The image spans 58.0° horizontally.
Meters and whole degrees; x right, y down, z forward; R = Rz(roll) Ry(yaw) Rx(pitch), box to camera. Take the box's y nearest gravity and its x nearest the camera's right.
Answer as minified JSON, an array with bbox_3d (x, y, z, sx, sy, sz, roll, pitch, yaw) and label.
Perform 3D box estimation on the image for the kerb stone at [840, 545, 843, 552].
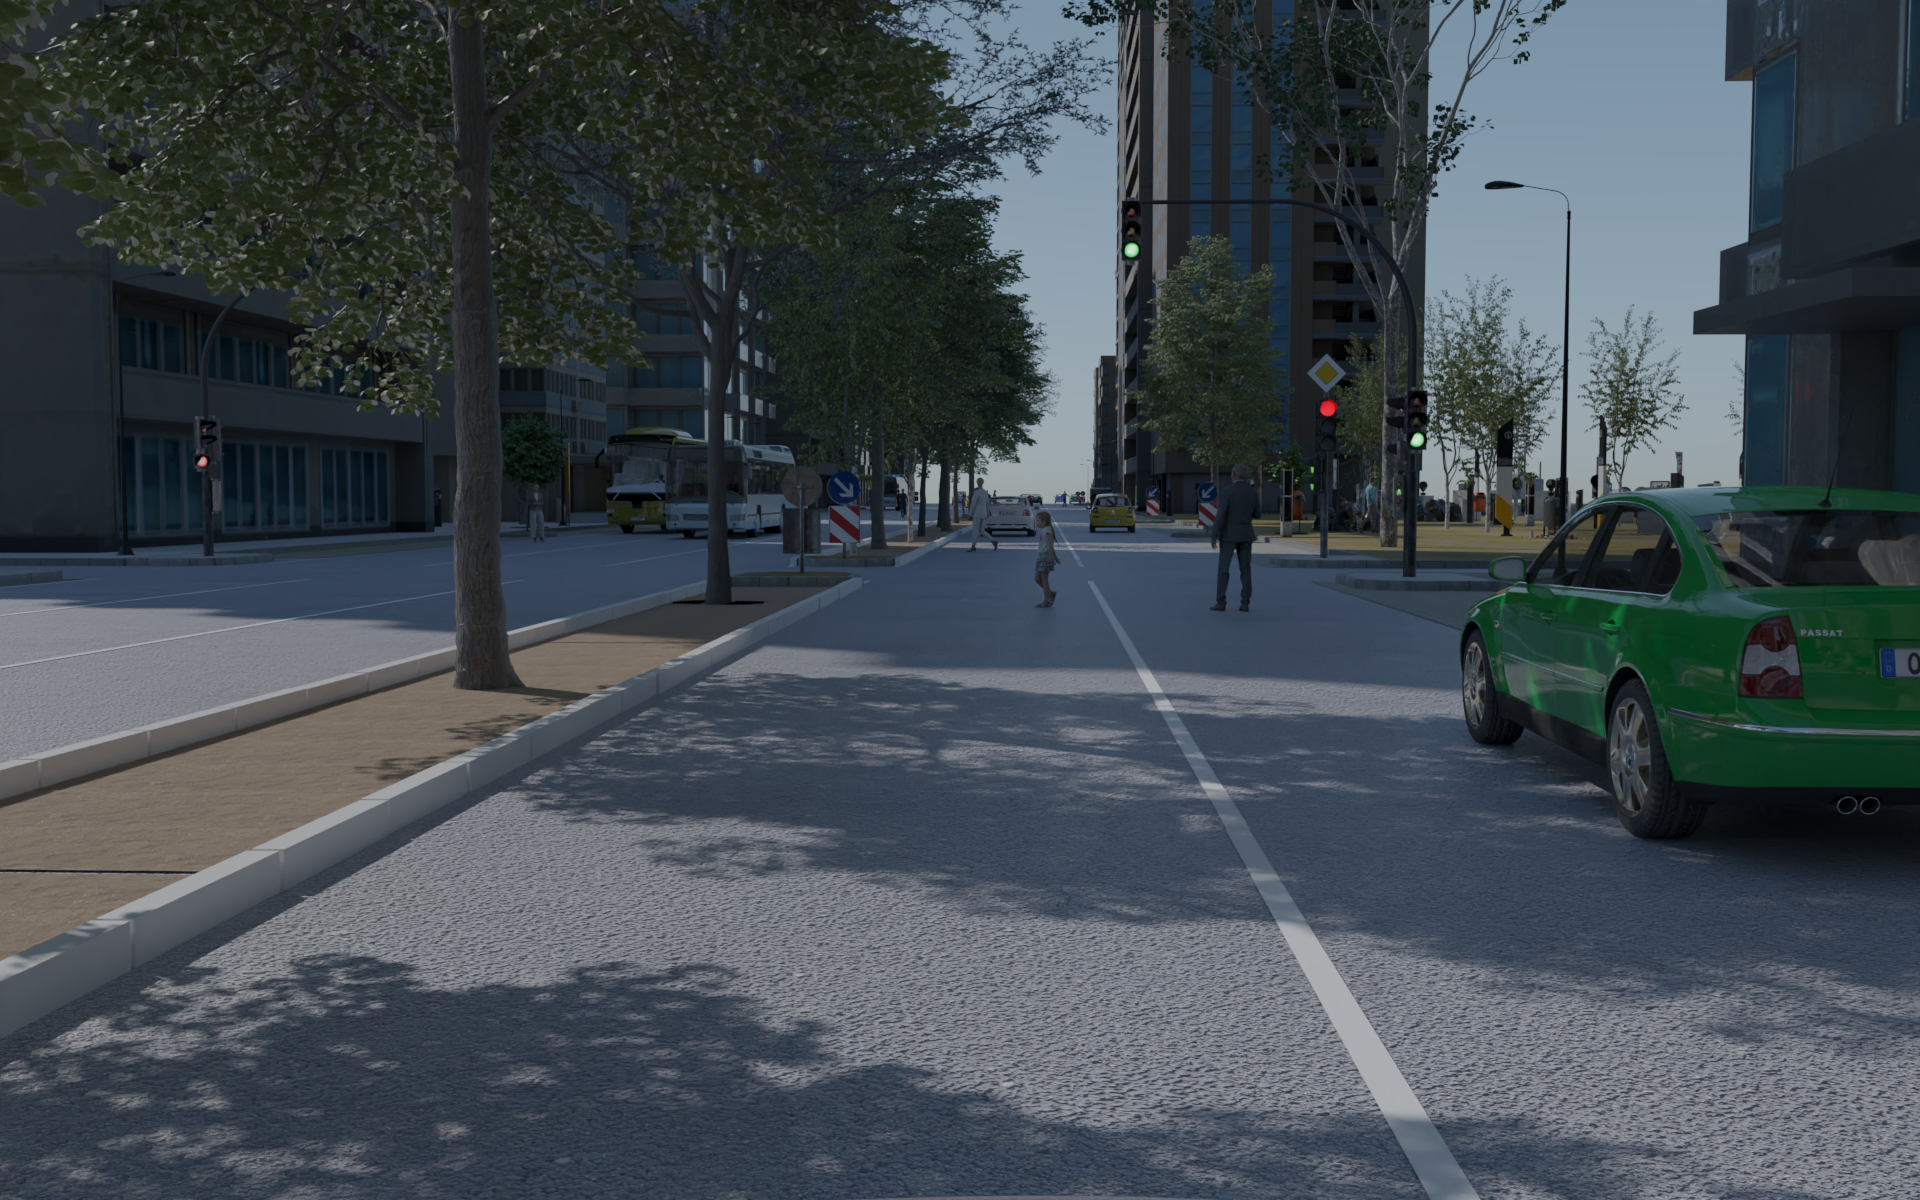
[{"bbox_3d":[-2.974,-1.225,42.227,0.120,0.150,1.000,0,4,3],"label":"kerb stone"}]

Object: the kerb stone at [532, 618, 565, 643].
[{"bbox_3d":[-4.115,0.315,17.083,0.120,0.150,1.000,0,4,3],"label":"kerb stone"}]

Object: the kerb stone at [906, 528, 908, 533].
[{"bbox_3d":[-2.057,-2.478,62.704,0.120,0.150,1.000,0,4,3],"label":"kerb stone"}]

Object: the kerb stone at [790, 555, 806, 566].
[{"bbox_3d":[-3.301,-0.787,35.060,0.120,0.150,1.000,0,4,3],"label":"kerb stone"}]

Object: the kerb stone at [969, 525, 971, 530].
[{"bbox_3d":[0.231,-2.719,66.653,0.120,0.150,1.000,0,4,3],"label":"kerb stone"}]

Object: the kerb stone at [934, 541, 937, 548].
[{"bbox_3d":[-0.743,-1.404,45.149,0.120,0.150,1.000,0,4,3],"label":"kerb stone"}]

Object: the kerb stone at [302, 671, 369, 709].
[{"bbox_3d":[-4.354,0.632,11.960,0.120,0.150,1.000,0,4,3],"label":"kerb stone"}]

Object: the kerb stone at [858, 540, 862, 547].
[{"bbox_3d":[-2.797,-1.475,46.312,0.120,0.150,1.000,0,4,3],"label":"kerb stone"}]

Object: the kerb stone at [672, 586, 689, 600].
[{"bbox_3d":[-3.836,-0.058,23.231,0.120,0.150,1.000,0,4,3],"label":"kerb stone"}]

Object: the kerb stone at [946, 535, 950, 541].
[{"bbox_3d":[-0.467,-1.779,51.286,0.120,0.150,1.000,0,4,3],"label":"kerb stone"}]

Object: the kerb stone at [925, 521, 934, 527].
[{"bbox_3d":[-1.359,-3.414,78.068,0.120,0.150,1.000,0,4,3],"label":"kerb stone"}]

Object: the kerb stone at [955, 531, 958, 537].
[{"bbox_3d":[-0.231,-2.092,56.401,0.120,0.150,1.000,0,4,3],"label":"kerb stone"}]

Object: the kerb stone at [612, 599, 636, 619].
[{"bbox_3d":[-3.977,0.125,20.149,0.120,0.150,1.000,0,4,3],"label":"kerb stone"}]

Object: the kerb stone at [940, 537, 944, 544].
[{"bbox_3d":[-0.599,-1.591,48.214,0.120,0.150,1.000,0,4,3],"label":"kerb stone"}]

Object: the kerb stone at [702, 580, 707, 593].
[{"bbox_3d":[-3.741,-0.189,25.280,0.120,0.150,1.000,0,4,3],"label":"kerb stone"}]

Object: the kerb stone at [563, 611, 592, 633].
[{"bbox_3d":[-4.066,0.252,18.105,0.120,0.150,1.000,0,4,3],"label":"kerb stone"}]

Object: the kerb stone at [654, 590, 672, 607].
[{"bbox_3d":[-3.890,0.000,22.201,0.120,0.150,1.000,0,4,3],"label":"kerb stone"}]

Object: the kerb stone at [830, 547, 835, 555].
[{"bbox_3d":[-3.070,-1.098,40.182,0.120,0.150,1.000,0,4,3],"label":"kerb stone"}]

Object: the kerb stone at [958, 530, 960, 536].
[{"bbox_3d":[-0.181,-2.155,57.430,0.120,0.150,1.000,0,4,3],"label":"kerb stone"}]

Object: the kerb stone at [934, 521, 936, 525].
[{"bbox_3d":[-1.309,-3.477,79.094,0.120,0.150,1.000,0,4,3],"label":"kerb stone"}]

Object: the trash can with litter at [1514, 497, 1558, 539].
[{"bbox_3d":[16.996,-2.350,49.483,1.678,1.210,2.233,-1,4,-16],"label":"trash can with litter"}]

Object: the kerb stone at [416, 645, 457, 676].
[{"bbox_3d":[-4.252,0.502,14.002,0.120,0.150,1.000,0,4,3],"label":"kerb stone"}]

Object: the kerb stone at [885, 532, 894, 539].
[{"bbox_3d":[-2.332,-2.101,56.552,0.120,0.150,1.000,0,4,3],"label":"kerb stone"}]

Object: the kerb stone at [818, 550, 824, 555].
[{"bbox_3d":[-3.171,-0.975,38.137,0.120,0.150,1.000,0,4,3],"label":"kerb stone"}]

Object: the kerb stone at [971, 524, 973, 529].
[{"bbox_3d":[0.324,-2.844,68.698,0.120,0.150,1.000,0,4,3],"label":"kerb stone"}]

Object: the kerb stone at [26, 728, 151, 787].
[{"bbox_3d":[-4.487,0.814,8.894,0.120,0.150,1.000,0,4,3],"label":"kerb stone"}]

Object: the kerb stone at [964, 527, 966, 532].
[{"bbox_3d":[0.036,-2.467,62.553,0.120,0.150,1.000,0,4,3],"label":"kerb stone"}]

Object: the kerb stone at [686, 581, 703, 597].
[{"bbox_3d":[-3.787,-0.126,24.253,0.120,0.150,1.000,0,4,3],"label":"kerb stone"}]

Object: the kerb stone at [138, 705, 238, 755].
[{"bbox_3d":[-4.438,0.751,9.915,0.120,0.150,1.000,0,4,3],"label":"kerb stone"}]

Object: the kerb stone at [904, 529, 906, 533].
[{"bbox_3d":[-2.101,-2.415,61.681,0.120,0.150,1.000,0,4,3],"label":"kerb stone"}]

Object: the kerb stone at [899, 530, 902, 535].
[{"bbox_3d":[-2.183,-2.284,59.637,0.120,0.150,1.000,0,4,3],"label":"kerb stone"}]

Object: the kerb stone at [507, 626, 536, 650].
[{"bbox_3d":[-4.158,0.376,16.062,0.120,0.150,1.000,0,4,3],"label":"kerb stone"}]

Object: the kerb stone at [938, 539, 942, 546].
[{"bbox_3d":[-0.657,-1.527,47.194,0.120,0.150,1.000,0,4,3],"label":"kerb stone"}]

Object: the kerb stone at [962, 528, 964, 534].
[{"bbox_3d":[-0.039,-2.343,60.498,0.120,0.150,1.000,0,4,3],"label":"kerb stone"}]

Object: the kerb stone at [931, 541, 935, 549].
[{"bbox_3d":[-0.784,-1.341,44.122,0.120,0.150,1.000,0,4,3],"label":"kerb stone"}]

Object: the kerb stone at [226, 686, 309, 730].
[{"bbox_3d":[-4.395,0.689,10.937,0.120,0.150,1.000,0,4,3],"label":"kerb stone"}]

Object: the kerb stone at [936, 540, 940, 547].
[{"bbox_3d":[-0.695,-1.462,46.171,0.120,0.150,1.000,0,4,3],"label":"kerb stone"}]

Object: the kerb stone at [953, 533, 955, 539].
[{"bbox_3d":[-0.328,-1.967,54.356,0.120,0.150,1.000,0,4,3],"label":"kerb stone"}]

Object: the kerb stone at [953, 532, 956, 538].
[{"bbox_3d":[-0.284,-2.030,55.381,0.120,0.150,1.000,0,4,3],"label":"kerb stone"}]

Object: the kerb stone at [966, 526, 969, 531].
[{"bbox_3d":[0.145,-2.592,64.602,0.120,0.150,1.000,0,4,3],"label":"kerb stone"}]

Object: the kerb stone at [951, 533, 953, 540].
[{"bbox_3d":[-0.373,-1.905,53.335,0.120,0.150,1.000,0,4,3],"label":"kerb stone"}]

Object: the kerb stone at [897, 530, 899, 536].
[{"bbox_3d":[-2.240,-2.224,58.603,0.120,0.150,1.000,0,4,3],"label":"kerb stone"}]

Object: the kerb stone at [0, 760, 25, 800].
[{"bbox_3d":[-4.535,0.878,7.873,0.120,0.150,1.000,0,4,3],"label":"kerb stone"}]

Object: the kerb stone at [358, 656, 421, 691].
[{"bbox_3d":[-4.296,0.564,12.981,0.120,0.150,1.000,0,4,3],"label":"kerb stone"}]

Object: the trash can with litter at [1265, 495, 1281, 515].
[{"bbox_3d":[19.804,-5.951,108.359,2.233,1.210,1.678,2,4,34],"label":"trash can with litter"}]

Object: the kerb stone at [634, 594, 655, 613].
[{"bbox_3d":[-3.928,0.062,21.179,0.120,0.150,1.000,0,4,3],"label":"kerb stone"}]

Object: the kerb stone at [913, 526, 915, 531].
[{"bbox_3d":[-1.918,-2.661,65.774,0.120,0.150,1.000,0,4,3],"label":"kerb stone"}]

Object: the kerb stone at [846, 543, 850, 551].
[{"bbox_3d":[-2.924,-1.288,43.248,0.120,0.150,1.000,0,4,3],"label":"kerb stone"}]

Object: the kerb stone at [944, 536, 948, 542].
[{"bbox_3d":[-0.511,-1.717,50.265,0.120,0.150,1.000,0,4,3],"label":"kerb stone"}]

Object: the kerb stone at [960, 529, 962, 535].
[{"bbox_3d":[-0.092,-2.280,59.477,0.120,0.150,1.000,0,4,3],"label":"kerb stone"}]

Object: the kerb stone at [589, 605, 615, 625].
[{"bbox_3d":[-4.024,0.188,19.126,0.120,0.150,1.000,0,4,3],"label":"kerb stone"}]

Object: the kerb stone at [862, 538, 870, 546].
[{"bbox_3d":[-2.696,-1.598,48.358,0.120,0.150,1.000,0,4,3],"label":"kerb stone"}]

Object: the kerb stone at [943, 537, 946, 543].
[{"bbox_3d":[-0.560,-1.643,49.242,0.120,0.150,1.000,0,4,3],"label":"kerb stone"}]

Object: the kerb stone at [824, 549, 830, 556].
[{"bbox_3d":[-3.114,-1.035,39.159,0.120,0.150,1.000,0,4,3],"label":"kerb stone"}]

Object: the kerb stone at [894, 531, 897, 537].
[{"bbox_3d":[-2.278,-2.164,57.573,0.120,0.150,1.000,0,4,3],"label":"kerb stone"}]

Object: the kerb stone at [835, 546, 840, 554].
[{"bbox_3d":[-3.024,-1.154,41.207,0.120,0.150,1.000,0,4,3],"label":"kerb stone"}]

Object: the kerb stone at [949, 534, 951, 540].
[{"bbox_3d":[-0.421,-1.841,52.314,0.120,0.150,1.000,0,4,3],"label":"kerb stone"}]

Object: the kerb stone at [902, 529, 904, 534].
[{"bbox_3d":[-2.143,-2.353,60.660,0.120,0.150,1.000,0,4,3],"label":"kerb stone"}]

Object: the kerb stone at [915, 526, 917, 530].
[{"bbox_3d":[-1.863,-2.726,66.801,0.120,0.150,1.000,0,4,3],"label":"kerb stone"}]
